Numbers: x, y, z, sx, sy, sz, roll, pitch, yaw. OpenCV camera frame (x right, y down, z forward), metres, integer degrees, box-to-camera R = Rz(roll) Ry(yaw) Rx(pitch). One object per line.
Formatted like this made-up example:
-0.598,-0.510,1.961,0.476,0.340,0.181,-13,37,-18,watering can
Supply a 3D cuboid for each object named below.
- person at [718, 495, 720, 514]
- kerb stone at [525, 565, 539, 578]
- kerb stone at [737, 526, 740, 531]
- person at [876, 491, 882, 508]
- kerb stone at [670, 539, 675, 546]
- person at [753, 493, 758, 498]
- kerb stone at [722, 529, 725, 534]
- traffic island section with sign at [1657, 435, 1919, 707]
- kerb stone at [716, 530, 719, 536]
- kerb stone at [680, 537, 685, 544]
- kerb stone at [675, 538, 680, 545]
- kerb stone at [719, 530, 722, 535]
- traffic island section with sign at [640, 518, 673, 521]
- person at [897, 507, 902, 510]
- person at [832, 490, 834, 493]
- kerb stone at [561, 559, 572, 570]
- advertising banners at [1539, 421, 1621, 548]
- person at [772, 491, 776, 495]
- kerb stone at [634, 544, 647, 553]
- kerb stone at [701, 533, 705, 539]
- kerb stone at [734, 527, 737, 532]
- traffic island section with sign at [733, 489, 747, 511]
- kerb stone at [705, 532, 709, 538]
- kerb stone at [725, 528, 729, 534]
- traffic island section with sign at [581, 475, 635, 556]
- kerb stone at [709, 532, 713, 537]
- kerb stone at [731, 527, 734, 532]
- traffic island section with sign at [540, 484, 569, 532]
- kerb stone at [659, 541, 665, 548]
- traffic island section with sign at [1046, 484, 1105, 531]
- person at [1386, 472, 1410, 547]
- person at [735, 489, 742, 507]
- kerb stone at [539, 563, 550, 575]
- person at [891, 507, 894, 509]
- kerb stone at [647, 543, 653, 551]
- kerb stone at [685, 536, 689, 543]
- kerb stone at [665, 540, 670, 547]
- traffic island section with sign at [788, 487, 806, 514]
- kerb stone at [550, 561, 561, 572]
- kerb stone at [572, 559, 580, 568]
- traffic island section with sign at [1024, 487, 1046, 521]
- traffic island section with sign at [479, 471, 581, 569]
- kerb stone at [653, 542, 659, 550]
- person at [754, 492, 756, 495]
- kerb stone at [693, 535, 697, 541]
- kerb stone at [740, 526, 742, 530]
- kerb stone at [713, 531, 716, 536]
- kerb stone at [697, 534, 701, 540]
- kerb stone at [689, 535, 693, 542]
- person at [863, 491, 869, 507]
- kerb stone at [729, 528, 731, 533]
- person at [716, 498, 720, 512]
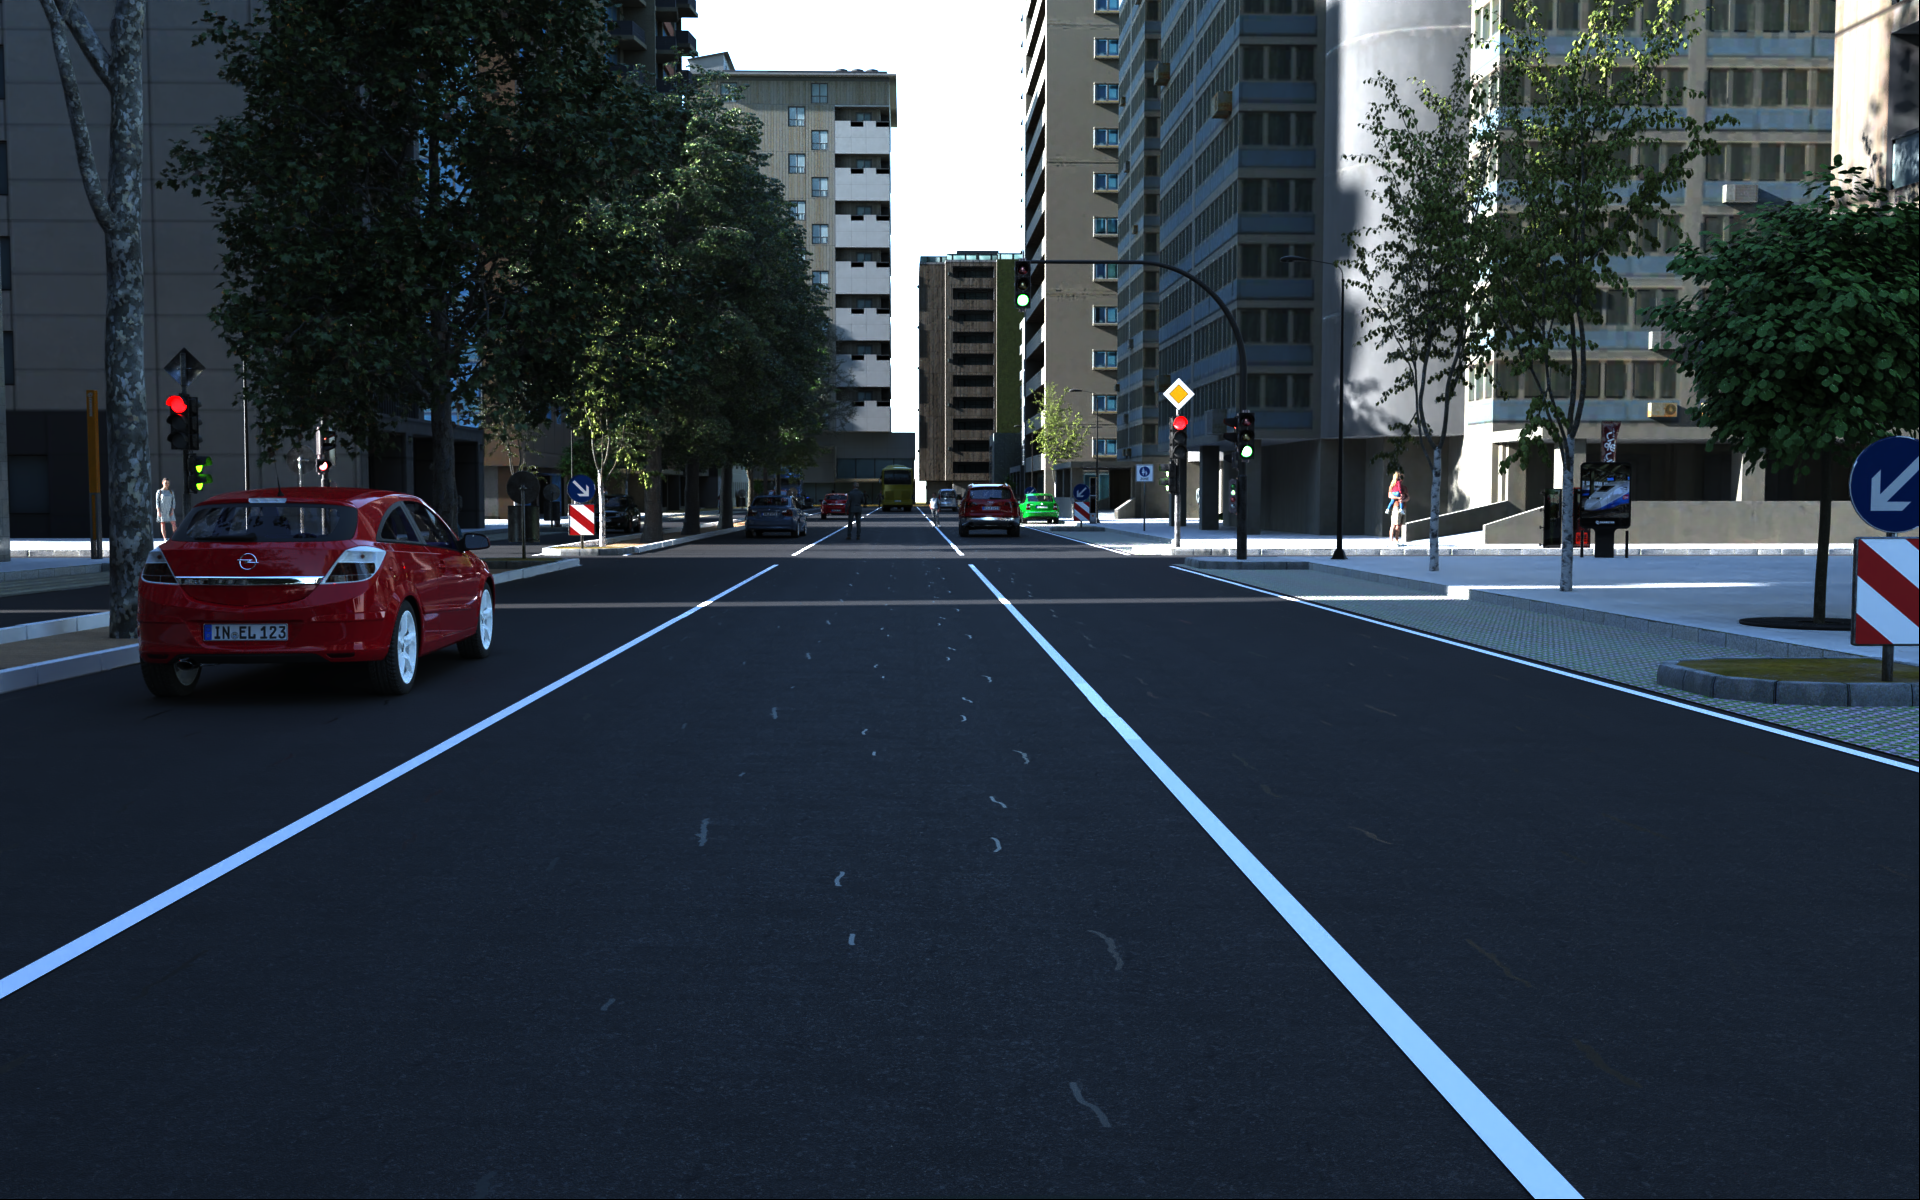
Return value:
-17.340,-7.144,125.757,0.568,1.767,0.683,2,4,28,person
-7.477,-0.470,29.874,0.120,0.150,1.000,0,4,-2,kerb stone
-8.636,-2.693,66.227,0.120,0.150,1.000,0,4,-2,kerb stone
-8.129,-10.355,178.362,0.990,1.755,0.434,1,4,9,person
-8.056,-1.564,47.761,0.120,0.150,1.000,0,4,-2,kerb stone
-21.450,-10.636,180.469,0.750,1.759,0.617,-3,5,-45,person
-8.475,-2.379,61.098,0.120,0.150,1.000,0,4,-2,kerb stone
6.232,-0.239,12.539,1.989,1.847,2.006,0,4,-2,traffic island section with sign
-8.409,-2.254,59.053,0.120,0.150,1.000,0,4,-2,kerb stone
-8.117,-1.684,49.815,0.120,0.150,1.000,0,4,-2,kerb stone
-8.079,-1.626,48.783,0.120,0.150,1.000,0,4,-2,kerb stone
-8.451,-2.315,60.076,0.120,0.150,1.000,0,4,-2,kerb stone
-16.442,-5.155,92.907,1.989,1.847,2.006,0,4,-2,traffic island section with sign
-5.557,-9.188,158.814,1.348,1.812,0.705,-3,4,-36,person
-10.480,-8.123,142.013,0.721,1.736,1.217,3,4,38,person
-7.583,-0.656,32.946,0.120,0.150,1.000,0,4,-2,kerb stone
14.790,-2.757,41.257,2.074,3.025,0.090,-1,4,-12,advertising banners
-13.920,-7.305,129.398,0.415,1.643,0.593,2,4,33,person
-7.891,-1.246,42.632,0.120,0.150,1.000,0,4,-2,kerb stone
-8.278,-2.004,54.965,0.120,0.150,1.000,0,4,-2,kerb stone
-8.612,-2.631,65.205,0.120,0.150,1.000,0,4,-2,kerb stone
-18.066,-8.271,143.854,1.989,1.847,2.006,0,4,-2,traffic island section with sign
-8.312,-2.065,55.987,0.120,0.150,1.000,0,4,-2,kerb stone
-8.505,-2.442,62.123,0.120,0.150,1.000,0,4,-2,kerb stone
-8.884,-2.023,41.217,2.006,1.907,1.989,0,4,-2,traffic island section with sign
-8.341,-2.129,57.009,0.120,0.150,1.000,0,4,-2,kerb stone
-8.576,-2.568,64.177,0.120,0.150,1.000,0,4,-2,kerb stone
-15.594,-3.507,65.965,1.989,1.847,2.006,0,4,-2,traffic island section with sign
-7.992,-1.439,45.717,0.120,0.150,1.000,0,4,-2,kerb stone
4.505,-3.558,66.800,1.989,1.847,2.006,0,4,-2,traffic island section with sign
10.667,-2.214,42.223,0.573,1.828,0.580,1,4,11,person
-21.655,-9.942,169.320,0.721,1.736,1.217,-2,4,-35,person
-7.522,-0.532,30.896,0.120,0.150,1.000,0,4,-2,kerb stone
-6.695,-9.851,170.485,0.530,1.710,0.541,1,4,20,person
-7.928,-1.313,43.659,0.120,0.150,1.000,0,4,-2,kerb stone
-8.152,-1.747,50.850,0.120,0.150,1.000,0,4,-2,kerb stone
-8.012,-1.498,46.740,0.120,0.150,1.000,0,4,-2,kerb stone
-11.274,-6.617,116.318,2.006,1.907,1.989,0,4,-2,traffic island section with sign
-7.552,-0.595,31.917,0.120,0.150,1.000,0,4,-2,kerb stone
-7.616,-0.720,33.968,0.120,0.150,1.000,0,4,-2,kerb stone
3.655,-5.206,93.742,1.989,1.847,2.006,0,4,-2,traffic island section with sign
-8.659,-1.570,33.813,2.006,1.907,1.989,0,4,-2,traffic island section with sign
-7.960,-1.373,44.685,0.120,0.150,1.000,0,4,-2,kerb stone
-21.707,-10.762,182.094,1.348,1.812,0.705,3,5,41,person
-8.222,-1.878,52.906,0.120,0.150,1.000,0,4,-2,kerb stone
-8.676,-2.756,67.254,0.120,0.150,1.000,0,4,-2,kerb stone
-8.377,-2.192,58.031,0.120,0.150,1.000,0,4,-2,kerb stone
-8.247,-1.941,53.928,0.120,0.150,1.000,0,4,-2,kerb stone
-8.186,-1.816,51.881,0.120,0.150,1.000,0,4,-2,kerb stone
-10.236,-10.850,186.030,1.348,1.807,0.705,-3,5,-41,person
-8.541,-2.497,63.145,0.120,0.150,1.000,0,4,-2,kerb stone
-18.052,-7.294,130.972,0.991,1.433,0.599,2,4,33,person
